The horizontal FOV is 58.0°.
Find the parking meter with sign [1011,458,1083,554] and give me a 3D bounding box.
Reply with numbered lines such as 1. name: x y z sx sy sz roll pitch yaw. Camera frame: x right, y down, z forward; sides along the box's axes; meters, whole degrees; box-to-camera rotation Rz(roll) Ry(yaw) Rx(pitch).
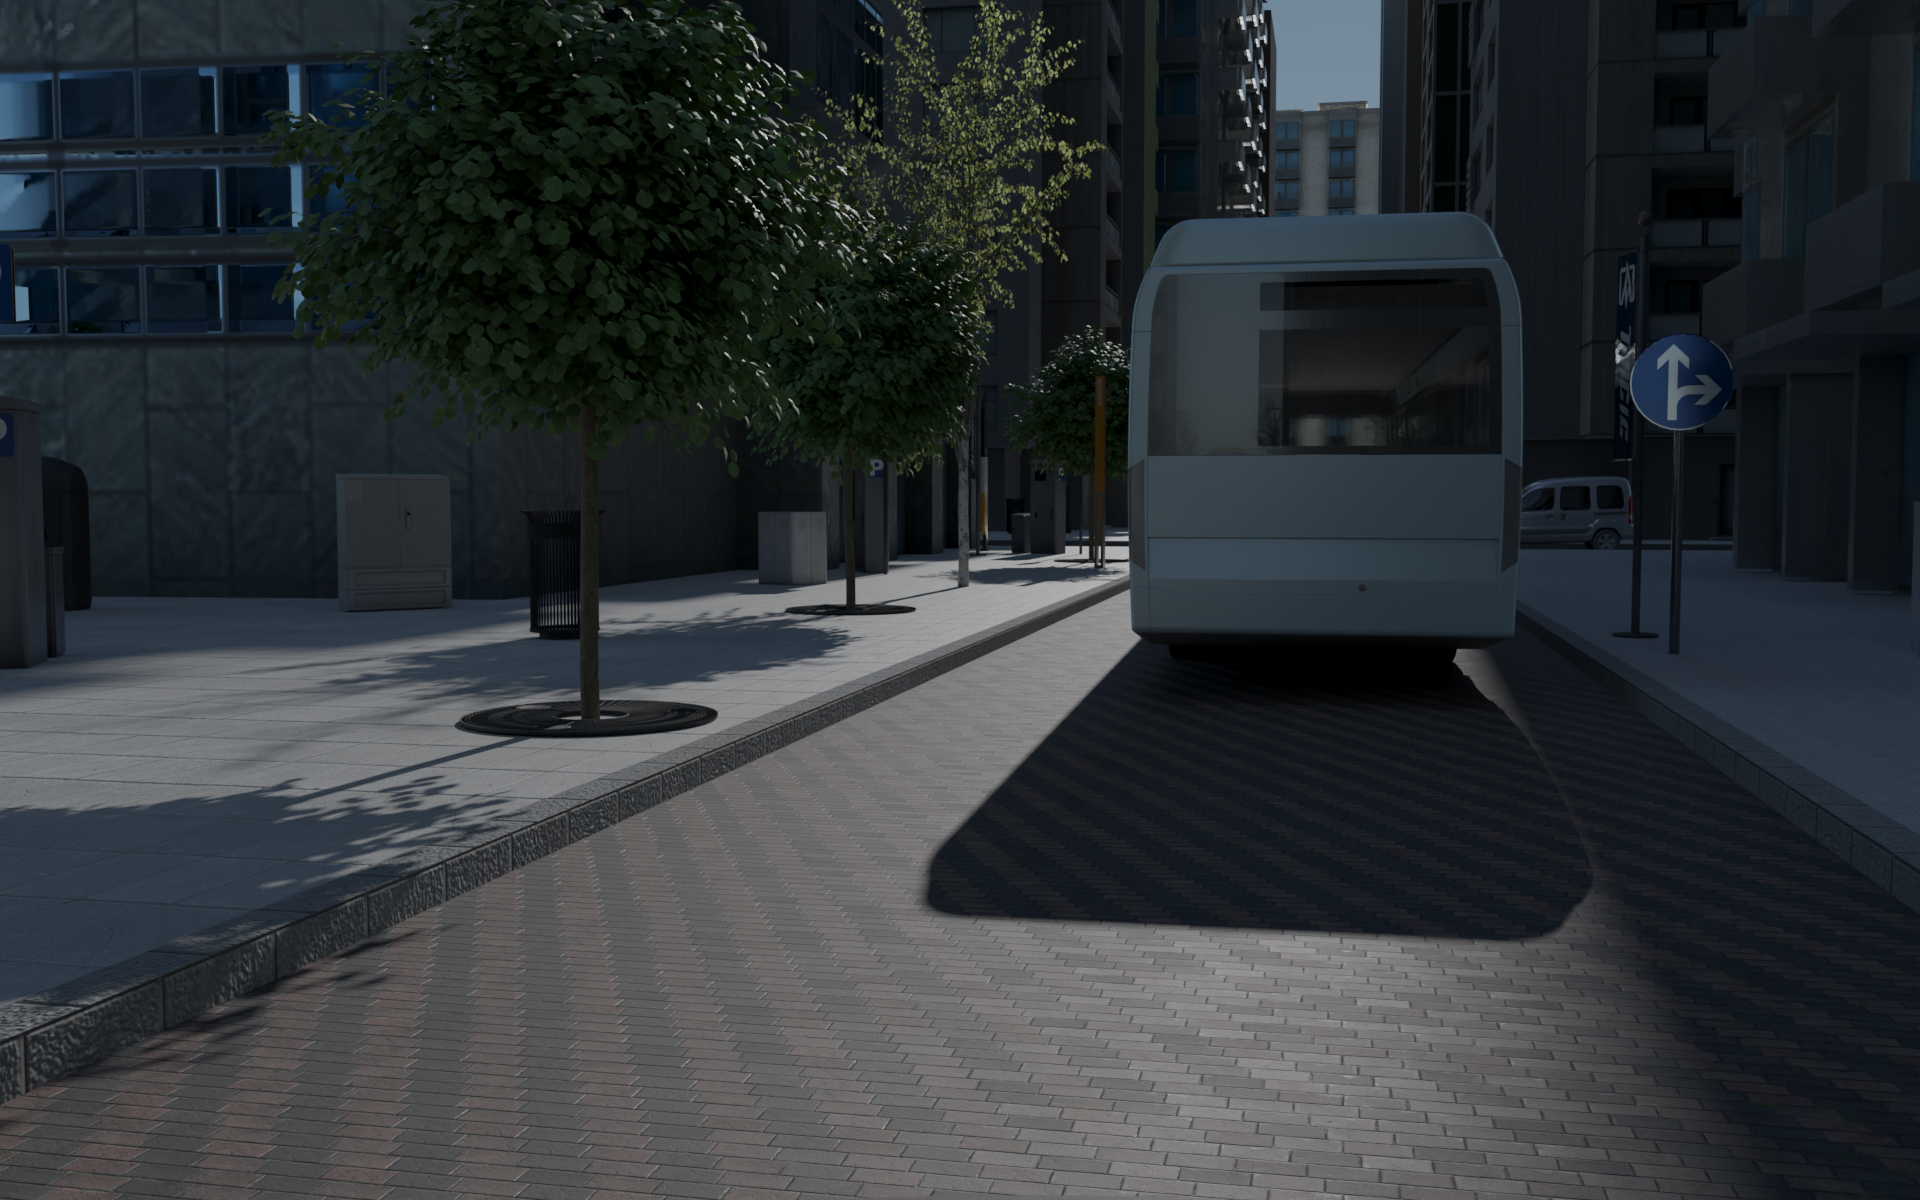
1. parking meter with sign: 1.901 -2.510 37.301 1.738 3.016 0.543 2 4 35

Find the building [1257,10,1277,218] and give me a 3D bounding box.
1. building: 21.801 -31.195 160.140 14.600 45.320 14.200 1 4 12

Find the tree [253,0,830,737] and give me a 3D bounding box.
1. tree: -2.027 -1.587 9.653 4.285 4.588 4.351 0 3 0

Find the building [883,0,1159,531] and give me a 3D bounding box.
1. building: -0.287 -23.306 64.652 14.154 41.232 14.086 1 4 12

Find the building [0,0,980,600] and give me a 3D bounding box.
1. building: -17.042 -43.955 31.332 31.000 86.520 22.319 1 4 12

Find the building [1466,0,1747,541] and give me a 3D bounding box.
1. building: 22.993 -22.513 51.683 14.086 41.232 14.154 1 4 12

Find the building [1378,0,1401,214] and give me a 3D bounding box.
1. building: 53.384 -38.813 176.583 21.231 58.520 28.212 1 4 12

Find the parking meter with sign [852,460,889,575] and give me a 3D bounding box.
1. parking meter with sign: -1.424 -1.960 28.313 0.543 3.016 1.738 -1 4 -17

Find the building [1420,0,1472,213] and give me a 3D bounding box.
1. building: 37.298 -40.881 106.655 20.563 71.187 20.611 1 4 12

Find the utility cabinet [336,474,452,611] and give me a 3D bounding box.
1. utility cabinet: -6.242 -0.640 19.146 1.173 1.500 0.318 -3 5 -40

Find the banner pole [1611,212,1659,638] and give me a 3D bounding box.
1. banner pole: 6.075 -1.570 15.695 0.401 3.779 0.863 0 4 0

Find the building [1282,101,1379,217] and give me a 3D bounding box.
1. building: 46.927 -36.366 214.198 30.456 49.044 23.786 1 4 12

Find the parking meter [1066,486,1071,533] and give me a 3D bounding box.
1. parking meter: 3.456 -2.950 56.638 0.372 1.533 0.369 0 3 0

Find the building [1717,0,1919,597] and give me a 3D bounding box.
1. building: 21.355 -24.313 17.125 23.786 49.044 30.456 1 4 12

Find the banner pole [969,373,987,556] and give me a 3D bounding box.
1. banner pole: 0.306 -2.796 35.729 0.401 3.779 0.863 1 4 16

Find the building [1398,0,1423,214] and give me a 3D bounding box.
1. building: 39.858 -29.263 128.568 14.600 45.320 14.200 1 4 12

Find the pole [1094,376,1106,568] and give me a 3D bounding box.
1. pole: 2.432 -2.215 30.055 0.158 3.312 0.155 0 3 0

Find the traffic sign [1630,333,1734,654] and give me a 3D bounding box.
1. traffic sign: 5.735 -0.839 13.830 0.768 2.556 0.104 1 4 18

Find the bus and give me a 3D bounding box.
1. bus: 3.599 -1.414 17.983 2.948 3.499 13.247 1 4 10

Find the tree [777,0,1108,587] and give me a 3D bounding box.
1. tree: -0.190 -4.491 23.787 4.360 8.622 3.978 0 3 0

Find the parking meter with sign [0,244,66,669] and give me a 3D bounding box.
1. parking meter with sign: -7.116 -1.019 12.914 0.543 3.016 1.738 -1 4 -16

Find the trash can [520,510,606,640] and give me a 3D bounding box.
1. trash can: -3.526 -0.231 15.429 0.748 1.137 0.748 0 3 0

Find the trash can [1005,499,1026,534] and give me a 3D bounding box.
1. trash can: 1.781 -2.684 55.533 0.748 1.137 0.748 0 3 0

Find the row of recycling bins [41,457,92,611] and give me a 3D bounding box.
1. row of recycling bins: -10.577 -0.660 17.907 1.069 1.692 3.534 1 4 22

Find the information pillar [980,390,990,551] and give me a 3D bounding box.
1. information pillar: 0.549 -2.909 38.915 0.183 3.616 0.504 1 4 10

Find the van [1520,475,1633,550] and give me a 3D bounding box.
1. van: 14.036 -2.120 41.678 4.112 2.044 2.013 1 4 13

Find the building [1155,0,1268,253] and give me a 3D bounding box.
1. building: 12.857 -31.750 138.726 23.786 49.044 30.456 1 4 12

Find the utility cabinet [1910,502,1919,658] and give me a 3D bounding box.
1. utility cabinet: 7.864 -0.169 13.929 0.306 1.237 1.020 2 4 25

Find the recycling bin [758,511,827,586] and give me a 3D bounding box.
1. recycling bin: -2.392 -0.745 24.735 0.722 1.027 0.722 3 4 38
